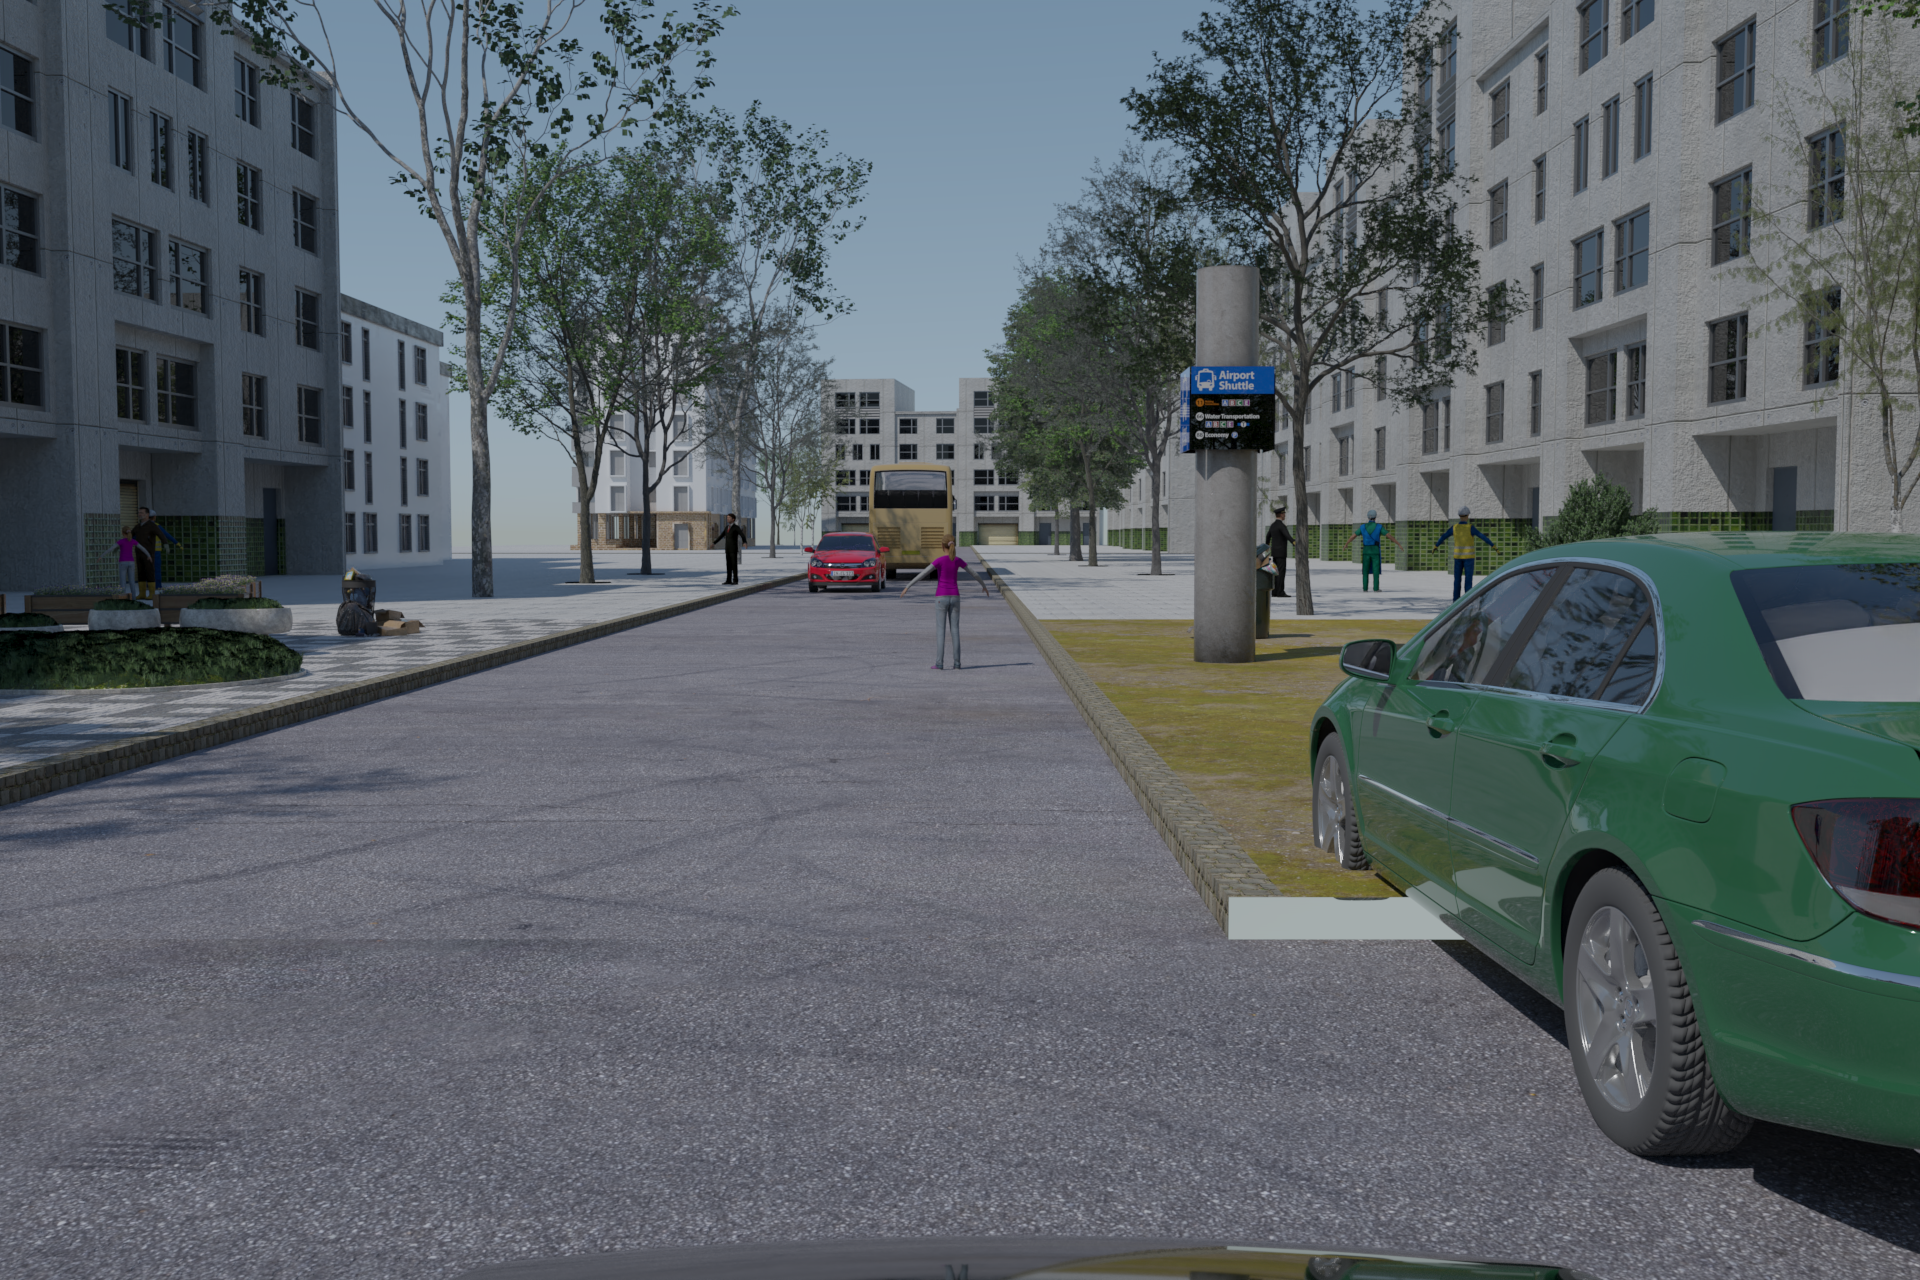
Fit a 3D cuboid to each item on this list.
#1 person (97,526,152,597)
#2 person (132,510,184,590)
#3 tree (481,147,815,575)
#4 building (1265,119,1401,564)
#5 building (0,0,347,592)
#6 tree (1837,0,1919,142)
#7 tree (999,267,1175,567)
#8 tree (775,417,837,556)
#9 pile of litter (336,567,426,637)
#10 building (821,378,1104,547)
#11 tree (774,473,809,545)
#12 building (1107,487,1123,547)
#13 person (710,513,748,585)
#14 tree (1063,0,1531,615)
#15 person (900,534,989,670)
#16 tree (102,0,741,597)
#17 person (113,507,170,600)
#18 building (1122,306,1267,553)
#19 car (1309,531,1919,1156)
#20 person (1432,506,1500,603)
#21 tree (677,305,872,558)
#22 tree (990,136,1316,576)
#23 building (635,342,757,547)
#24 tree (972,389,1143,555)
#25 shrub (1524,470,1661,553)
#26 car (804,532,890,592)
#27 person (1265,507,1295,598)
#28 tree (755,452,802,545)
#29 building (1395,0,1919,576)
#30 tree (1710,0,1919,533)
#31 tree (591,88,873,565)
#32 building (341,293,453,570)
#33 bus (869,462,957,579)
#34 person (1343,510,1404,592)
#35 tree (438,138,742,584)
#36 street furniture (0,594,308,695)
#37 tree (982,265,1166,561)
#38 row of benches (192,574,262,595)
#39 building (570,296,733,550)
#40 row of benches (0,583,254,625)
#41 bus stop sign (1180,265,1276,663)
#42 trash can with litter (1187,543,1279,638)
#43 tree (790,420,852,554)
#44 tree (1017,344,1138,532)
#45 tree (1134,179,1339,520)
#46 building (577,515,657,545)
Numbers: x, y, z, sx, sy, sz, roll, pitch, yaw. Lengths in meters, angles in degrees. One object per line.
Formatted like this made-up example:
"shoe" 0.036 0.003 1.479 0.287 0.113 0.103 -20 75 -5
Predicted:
"person" -15.269 -1.371 31.686 0.599 1.433 0.991 3 5 41
"person" -18.451 -2.057 39.596 1.349 1.833 0.705 0 4 3
"tree" -9.768 -8.802 54.288 12.009 13.543 11.850 0 3 0
"building" 25.704 -13.216 82.543 16.747 18.905 31.486 0 4 0
"building" -27.993 -10.520 38.455 16.747 18.905 31.486 0 4 1
"tree" 10.580 -5.361 13.411 9.928 11.665 9.643 0 3 0
"tree" 5.108 -8.709 68.140 9.928 11.665 9.643 0 3 0
"tree" -9.488 -9.332 102.939 4.360 8.622 3.978 0 3 0
"pile of litter" -7.511 -0.516 22.405 1.176 0.858 1.719 0 4 0
"building" 0.824 -20.424 202.846 31.486 18.905 16.747 0 4 6
"tree" -19.070 -15.083 196.962 4.737 8.622 4.395 0 3 0
"building" 24.232 -18.667 171.659 16.747 18.905 31.486 0 4 0
"person" -5.795 -2.299 43.773 1.347 1.806 0.705 3 5 40
"tree" 5.119 -5.670 27.114 7.601 10.594 8.767 0 4 -2
"person" -0.148 -0.404 18.327 0.991 1.433 0.599 -1 4 -20
"tree" -10.495 -10.860 33.447 12.611 20.169 13.585 0 3 0
"person" -15.842 -1.682 33.631 1.346 1.812 0.704 1 4 19
"building" 22.583 -16.379 134.257 16.747 18.905 31.486 0 4 0
"car" 2.396 0.389 5.437 2.131 1.459 4.920 0 4 -1
"person" 8.905 -1.472 30.529 1.216 1.772 0.721 2 4 35
"tree" -9.851 -11.096 91.789 12.009 13.543 11.850 0 3 0
"tree" 6.050 -8.757 53.548 12.009 13.543 11.850 0 3 0
"building" -26.836 -19.309 172.121 16.016 20.090 11.380 0 4 1
"tree" 5.837 -11.866 104.386 12.009 13.543 11.850 0 3 0
"shrub" 7.800 -1.058 21.344 1.661 2.075 1.752 0 3 0
"car" -2.840 -2.139 44.014 2.155 1.783 4.494 0 4 0
"person" 6.497 -1.783 35.081 0.705 1.837 1.347 -1 4 -20
"tree" -21.518 -16.987 203.485 9.928 11.665 9.643 0 3 0
"building" 23.807 -10.943 45.374 16.747 18.905 31.486 0 4 0
"tree" 12.503 -4.424 22.688 4.360 8.622 3.978 0 3 0
"tree" -9.921 -13.317 73.625 12.611 20.169 13.585 0 3 0
"building" -26.004 -7.951 72.147 9.099 9.664 28.070 0 3 0
"bus" -1.525 -4.091 58.427 2.896 3.916 12.252 0 4 0
"person" 9.075 -1.957 38.131 1.347 1.817 0.704 2 4 29
"tree" -9.605 -7.278 44.752 9.928 11.665 9.643 0 3 0
"street furniture" -11.002 0.009 15.481 10.072 0.657 5.734 -1 4 -10
"tree" 5.494 -10.697 81.549 9.857 13.997 8.962 0 3 0
"row of benches" -10.729 -0.604 25.337 1.422 0.672 4.104 -1 4 -17
"building" -24.830 -17.267 138.741 16.016 20.090 11.380 0 4 -1
"row of benches" -10.724 -0.355 21.273 4.104 0.672 1.422 -1 4 -12
"bus stop sign" 2.667 -1.733 17.355 0.837 3.901 0.837 0 4 1
"trash can with litter" 3.337 -0.602 21.236 1.055 1.170 0.624 0 4 0
"tree" -9.114 -9.718 109.259 4.737 8.622 4.395 0 3 0
"tree" 6.407 -10.659 92.403 7.486 12.596 7.792 0 3 0
"tree" 5.280 -5.264 36.431 4.360 8.622 3.978 0 3 0
"building" -27.978 -18.264 155.034 16.016 20.090 11.380 0 4 0
